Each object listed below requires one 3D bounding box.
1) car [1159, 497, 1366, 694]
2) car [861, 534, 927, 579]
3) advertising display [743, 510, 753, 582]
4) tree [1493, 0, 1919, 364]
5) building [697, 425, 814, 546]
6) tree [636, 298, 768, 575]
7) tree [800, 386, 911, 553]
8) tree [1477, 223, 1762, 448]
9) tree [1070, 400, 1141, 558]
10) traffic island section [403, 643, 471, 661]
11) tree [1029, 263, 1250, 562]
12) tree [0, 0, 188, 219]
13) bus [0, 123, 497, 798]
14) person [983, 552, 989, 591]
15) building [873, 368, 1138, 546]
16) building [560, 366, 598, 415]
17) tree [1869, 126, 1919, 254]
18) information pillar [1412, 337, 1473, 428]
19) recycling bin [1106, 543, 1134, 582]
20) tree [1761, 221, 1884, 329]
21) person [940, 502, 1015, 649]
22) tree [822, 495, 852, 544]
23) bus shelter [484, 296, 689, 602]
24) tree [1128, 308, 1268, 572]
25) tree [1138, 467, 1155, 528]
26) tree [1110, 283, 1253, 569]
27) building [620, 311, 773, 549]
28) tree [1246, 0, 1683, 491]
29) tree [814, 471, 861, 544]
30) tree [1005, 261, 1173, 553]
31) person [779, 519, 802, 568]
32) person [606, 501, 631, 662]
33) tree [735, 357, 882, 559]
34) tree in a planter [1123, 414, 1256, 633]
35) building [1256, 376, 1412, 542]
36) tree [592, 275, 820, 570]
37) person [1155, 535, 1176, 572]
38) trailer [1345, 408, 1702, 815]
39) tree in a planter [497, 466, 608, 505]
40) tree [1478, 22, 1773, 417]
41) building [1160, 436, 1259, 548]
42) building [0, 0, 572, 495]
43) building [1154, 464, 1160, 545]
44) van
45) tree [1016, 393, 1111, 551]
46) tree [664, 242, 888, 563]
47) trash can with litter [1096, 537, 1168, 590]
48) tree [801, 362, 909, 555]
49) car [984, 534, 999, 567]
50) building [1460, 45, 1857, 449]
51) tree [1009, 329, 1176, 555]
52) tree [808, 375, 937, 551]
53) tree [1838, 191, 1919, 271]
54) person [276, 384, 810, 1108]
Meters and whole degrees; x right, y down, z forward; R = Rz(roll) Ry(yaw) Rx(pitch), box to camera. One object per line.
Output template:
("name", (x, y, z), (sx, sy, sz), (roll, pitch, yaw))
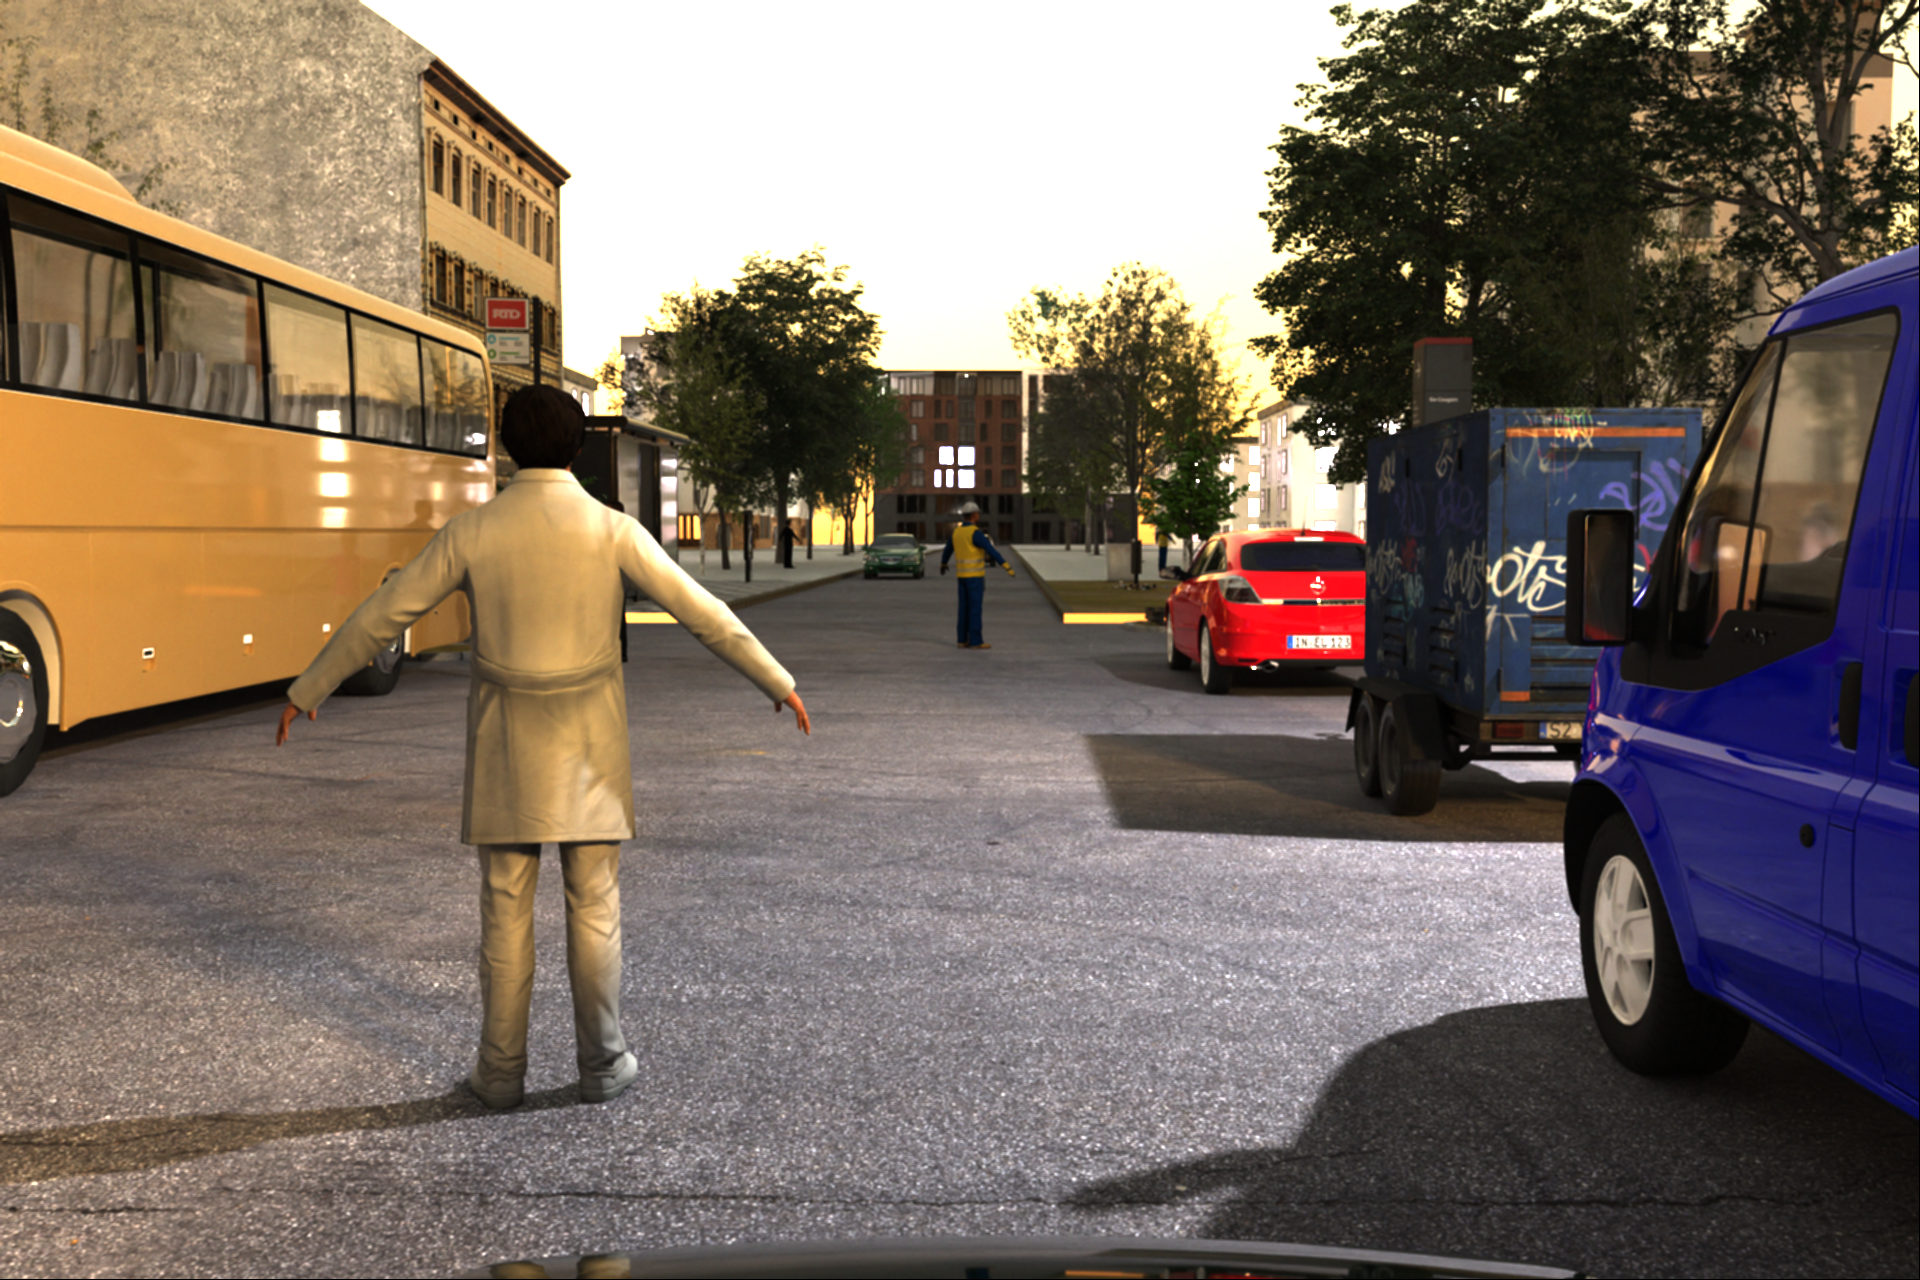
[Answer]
("car", (3.090, -0.488, 17.021), (2.155, 1.783, 4.494), (0, 4, 0))
("car", (-2.122, -2.736, 56.534), (2.131, 1.459, 4.920), (0, 4, 1))
("advertising display", (-5.678, -2.524, 46.476), (0.123, 1.923, 0.974), (0, 4, 0))
("tree", (9.195, -5.052, 17.010), (8.767, 10.594, 7.601), (3, 4, 38))
("building", (-22.040, -20.120, 185.386), (16.016, 20.090, 11.380), (0, 4, 2))
("tree", (-8.021, -6.327, 53.814), (4.737, 8.622, 4.395), (0, 3, 0))
("tree", (-7.219, -11.668, 116.523), (9.928, 11.665, 9.643), (0, 3, 0))
("tree", (17.945, -6.883, 46.955), (8.767, 10.594, 7.601), (0, 4, 5))
("tree", (7.806, -8.679, 92.270), (4.737, 8.622, 4.395), (0, 3, 0))
("traffic island section", (-6.398, 0.145, 20.501), (1.991, 0.108, 1.994), (0, 4, 1))
("tree", (7.955, -10.275, 78.369), (12.009, 13.543, 11.850), (0, 3, 0))
("tree", (-12.797, -4.383, 22.017), (4.360, 8.622, 3.978), (0, 3, 0))
("bus", (-6.308, -1.283, 12.529), (2.896, 3.916, 12.252), (0, 4, 1))
("person", (0.460, -1.925, 43.204), (0.599, 1.433, 0.991), (2, 4, 31))
("building", (5.336, -23.146, 224.861), (32.646, 21.610, 27.936), (0, 4, -1))
("building", (-24.218, -9.309, 94.356), (9.099, 9.664, 28.070), (0, 4, 0))
("tree", (17.386, -4.809, 28.982), (4.737, 8.622, 4.395), (0, 3, 0))
("information pillar", (6.428, -2.067, 23.173), (0.750, 3.857, 0.750), (0, 4, 1))
("recycling bin", (4.324, -2.096, 46.824), (0.722, 1.027, 0.722), (0, 4, 1))
("tree", (20.426, -5.504, 40.355), (4.360, 8.622, 3.978), (0, 3, 0))
("person", (0.155, -0.813, 21.725), (0.705, 1.833, 1.349), (-3, 5, -41))
("tree", (-16.036, -16.892, 226.549), (4.737, 8.622, 4.395), (0, 3, 0))
("bus shelter", (-6.883, -3.327, 32.032), (2.179, 5.291, 8.768), (0, 4, 1))
("tree", (7.664, -6.519, 56.952), (4.737, 8.622, 4.395), (0, 3, 0))
("tree", (26.581, -18.785, 225.266), (7.486, 12.596, 7.792), (0, 3, 0))
("tree", (6.885, -6.128, 50.548), (4.360, 8.622, 3.978), (0, 3, 0))
("building", (-22.567, -17.804, 147.510), (16.016, 20.090, 11.380), (0, 4, 0))
("tree", (10.552, -8.015, 37.699), (9.857, 13.997, 8.962), (0, 3, 0))
("tree", (-16.053, -17.451, 219.740), (7.601, 10.594, 8.767), (1, 4, 10))
("tree", (10.312, -16.081, 118.811), (12.611, 20.169, 13.585), (0, 3, 0))
("person", (-6.409, -3.608, 64.931), (0.705, 1.837, 1.347), (-3, 5, -43))
("person", (-3.885, -0.658, 19.445), (0.704, 1.802, 1.346), (-1, 4, -14))
("tree", (-7.727, -9.347, 87.241), (8.767, 10.594, 7.601), (1, 4, 11))
("tree in a planter", (3.479, -1.757, 25.955), (1.991, 3.239, 1.994), (0, 4, 1))
("building", (24.535, -9.952, 104.866), (9.099, 9.664, 28.070), (0, 4, 1))
("tree", (-8.667, -7.834, 62.506), (7.601, 10.594, 8.767), (3, 5, 44))
("person", (6.936, -3.187, 58.568), (0.721, 1.772, 1.216), (-2, 4, -25))
("trailer", (2.926, -0.169, 9.814), (1.471, 1.999, 3.904), (0, 4, 2))
("tree in a planter", (-6.244, -1.741, 25.690), (1.991, 3.239, 1.994), (0, 4, 2))
("tree", (9.869, -4.599, 25.554), (4.360, 8.622, 3.978), (0, 3, 0))
("building", (24.397, -13.484, 162.614), (9.099, 9.664, 28.070), (0, 4, 1))
("building", (-26.148, -14.259, 64.056), (19.493, 23.208, 18.063), (0, 4, 1))
("building", (27.110, -15.226, 191.096), (9.099, 9.664, 28.070), (0, 4, 1))
("van", (2.651, 0.094, 2.844), (2.240, 2.365, 5.245), (0, 4, 1))
("tree", (8.184, -13.194, 133.845), (7.486, 12.596, 7.792), (0, 3, 0))
("tree", (-7.917, -10.335, 75.634), (9.857, 13.997, 8.962), (0, 3, 0))
("trash can with litter", (4.038, -1.798, 40.456), (1.678, 1.210, 2.233), (0, 4, 2))
("tree", (-6.889, -10.907, 104.091), (9.928, 11.665, 9.643), (0, 3, 0))
("car", (0.728, -4.106, 76.923), (2.009, 1.686, 4.222), (0, 4, 0))
("building", (26.797, -13.281, 73.567), (16.016, 20.090, 11.380), (0, 4, 2))
("tree", (8.118, -11.837, 103.899), (12.009, 13.543, 11.850), (0, 3, 0))
("tree", (-6.847, -13.331, 128.331), (12.009, 13.543, 11.850), (0, 3, 0))
("tree", (19.087, -5.139, 34.383), (4.737, 8.622, 4.395), (0, 3, 0))
("person", (-1.048, 0.259, 4.413), (1.347, 1.806, 0.705), (-1, 4, -10))
